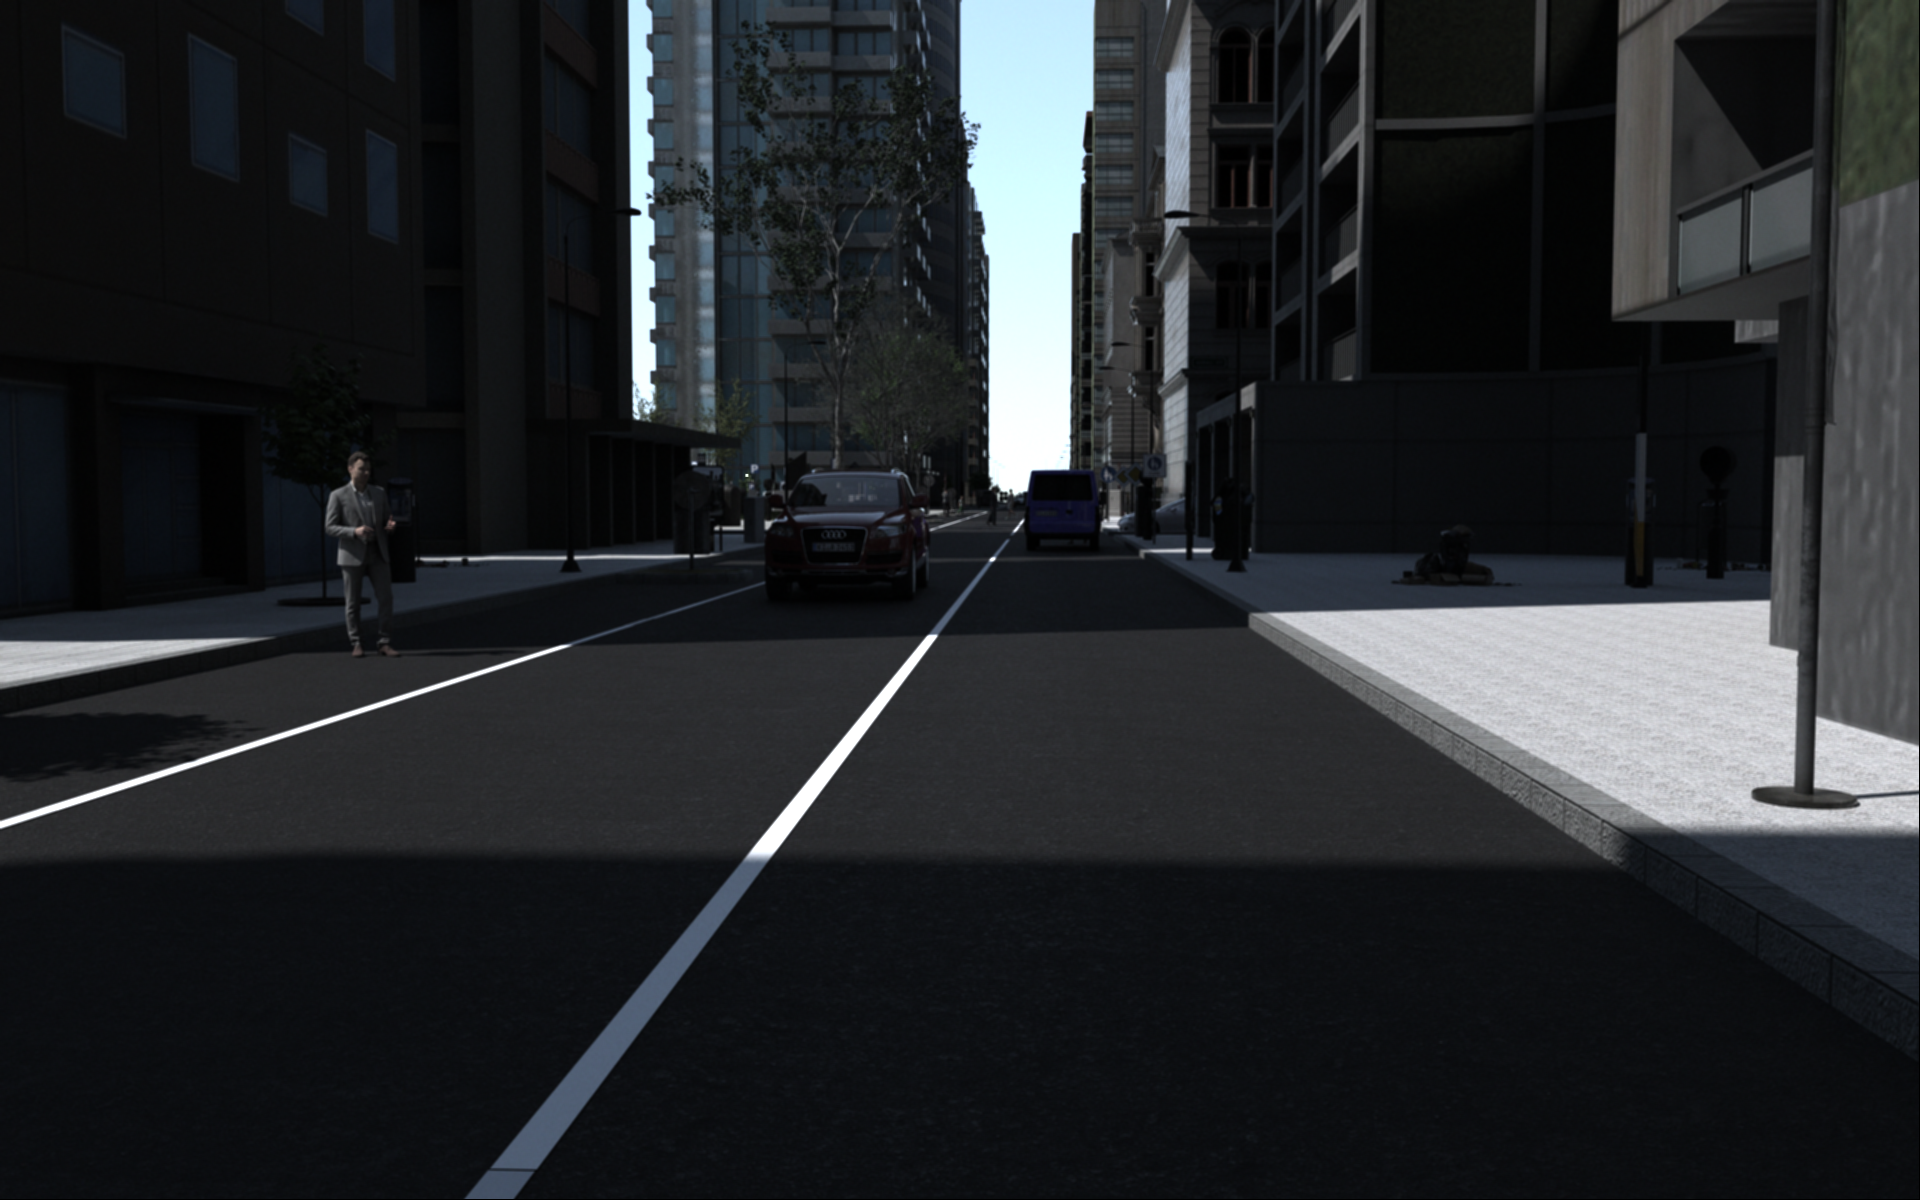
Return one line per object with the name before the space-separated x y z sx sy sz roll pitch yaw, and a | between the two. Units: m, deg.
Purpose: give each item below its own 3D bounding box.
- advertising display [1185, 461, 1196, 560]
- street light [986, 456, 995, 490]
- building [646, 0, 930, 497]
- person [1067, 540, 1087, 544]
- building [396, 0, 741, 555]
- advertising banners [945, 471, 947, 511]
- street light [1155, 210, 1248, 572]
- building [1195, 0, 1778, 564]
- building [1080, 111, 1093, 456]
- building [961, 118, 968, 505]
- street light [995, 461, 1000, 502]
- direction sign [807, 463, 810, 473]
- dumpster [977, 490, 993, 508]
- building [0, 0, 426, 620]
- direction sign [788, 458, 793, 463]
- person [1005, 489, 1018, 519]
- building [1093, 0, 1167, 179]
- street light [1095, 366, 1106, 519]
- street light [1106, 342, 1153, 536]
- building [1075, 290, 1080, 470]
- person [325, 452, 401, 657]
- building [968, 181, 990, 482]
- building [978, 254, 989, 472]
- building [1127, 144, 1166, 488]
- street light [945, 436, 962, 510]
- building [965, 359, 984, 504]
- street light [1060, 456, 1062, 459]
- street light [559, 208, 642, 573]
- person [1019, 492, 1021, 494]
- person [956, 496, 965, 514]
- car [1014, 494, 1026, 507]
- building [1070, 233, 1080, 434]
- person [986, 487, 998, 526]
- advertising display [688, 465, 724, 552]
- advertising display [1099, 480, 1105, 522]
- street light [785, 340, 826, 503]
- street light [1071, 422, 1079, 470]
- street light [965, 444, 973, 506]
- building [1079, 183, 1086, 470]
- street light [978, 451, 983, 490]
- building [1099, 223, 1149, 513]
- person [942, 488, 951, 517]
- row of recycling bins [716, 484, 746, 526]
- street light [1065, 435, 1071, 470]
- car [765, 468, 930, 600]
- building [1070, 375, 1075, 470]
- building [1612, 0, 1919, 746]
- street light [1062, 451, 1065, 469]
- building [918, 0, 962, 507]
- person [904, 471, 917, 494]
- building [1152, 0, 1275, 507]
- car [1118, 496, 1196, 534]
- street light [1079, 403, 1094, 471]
advertising display | 4.498 -1.752 33.854 0.123 1.923 0.974 1 4 12
street light | 3.415 -15.201 221.078 1.470 5.913 1.316 0 4 3
building | -14.228 -32.573 152.181 23.786 49.044 30.456 0 4 3
person | 3.306 -2.515 49.712 0.616 1.811 0.778 3 5 43
building | -21.758 -23.735 42.694 28.867 44.769 22.147 0 4 3
advertising banners | -1.011 -8.169 129.748 0.090 3.025 2.074 0 4 7
street light | 4.039 -3.423 28.513 1.470 5.913 1.316 0 4 3
building | 16.815 -36.770 39.441 20.563 71.187 20.611 0 4 3
building | 24.855 -33.089 195.622 22.147 44.769 28.867 0 4 3
building | -6.301 -33.798 202.703 14.600 45.320 14.200 0 4 3
street light | 4.569 -16.684 245.328 1.470 5.913 1.316 0 4 3
direction sign | -11.223 -8.339 128.335 0.379 3.537 0.876 1 4 10
dumpster | 2.531 -9.758 167.763 1.865 1.857 1.264 0 4 2
building | -15.977 -22.649 20.415 14.600 45.320 14.200 0 4 3
direction sign | -10.461 -7.167 109.182 0.876 3.537 0.379 -3 5 -42
person | 2.955 -5.497 99.121 0.760 1.731 0.466 1 4 18
building | 18.143 -28.289 146.127 14.154 41.232 14.086 0 4 3
street light | 5.743 -5.538 63.090 1.470 5.913 1.316 0 4 3
street light | 5.315 -4.924 53.041 1.470 5.913 1.316 0 4 3
building | 23.250 -28.892 244.087 14.160 30.474 14.107 0 4 3
person | -5.201 -0.397 15.190 0.583 1.804 0.606 3 5 44
building | -7.437 -39.471 264.964 23.786 49.044 30.456 0 4 3
building | -2.370 -36.939 287.542 14.154 41.232 14.086 0 4 3
building | 16.946 -17.126 99.089 14.460 24.649 34.723 0 4 3
street light | -0.560 -10.121 138.021 1.470 5.913 1.316 0 4 3
building | -11.044 -23.932 236.321 27.650 21.520 28.899 0 4 3
street light | 11.785 -13.156 187.638 1.470 5.913 1.316 0 4 3
street light | -5.864 -3.409 28.273 1.470 5.913 1.316 0 4 3
person | 8.601 -14.598 247.625 0.683 1.767 0.568 2 4 28
person | 0.043 -6.229 114.586 0.590 1.304 0.306 1 4 19
car | 6.696 -10.762 187.751 2.131 1.459 4.920 0 4 4
building | 25.374 -38.956 287.033 14.600 45.320 14.200 0 4 3
person | 1.476 -4.270 78.738 0.534 1.772 0.576 -1 4 -15
advertising display | -5.633 -2.035 38.488 0.123 1.923 0.974 3 4 39
advertising display | 6.655 -4.656 81.340 0.123 1.923 0.974 0 4 -4
street light | -4.732 -4.891 52.504 1.470 5.913 1.316 0 4 3
street light | 8.095 -8.533 112.053 1.470 5.913 1.316 0 4 3
street light | 0.560 -11.592 162.063 1.470 5.913 1.316 0 4 3
building | 22.902 -33.400 229.689 14.154 41.232 14.086 0 4 3
street light | 1.746 -13.099 186.712 1.470 5.913 1.316 0 4 3
building | 15.312 -16.935 126.042 9.793 20.994 18.267 0 4 3
person | -0.856 -6.172 109.600 0.592 1.802 0.473 -3 4 -38
row of recycling bins | -10.425 -3.762 68.619 3.534 1.692 1.069 -1 4 -23
street light | 9.455 -10.215 139.559 1.470 5.913 1.316 0 4 3
car | -1.550 -1.010 25.190 2.281 1.827 5.304 0 4 2
building | 30.951 -25.715 265.476 27.650 21.520 28.899 0 4 3
building | 12.033 -19.978 10.231 14.154 41.232 14.086 0 4 3
street light | 10.615 -11.686 163.598 1.470 5.913 1.316 0 4 3
building | -11.082 -39.086 181.053 21.231 58.520 28.212 0 4 3
person | -0.912 -1.276 29.463 0.850 1.850 0.679 -2 4 -30
building | 19.506 -17.123 67.346 23.554 28.519 14.401 0 4 3
car | 7.675 -2.772 57.684 4.827 1.381 2.083 0 4 3
street light | 6.915 -7.063 88.014 1.470 5.913 1.316 0 4 3
